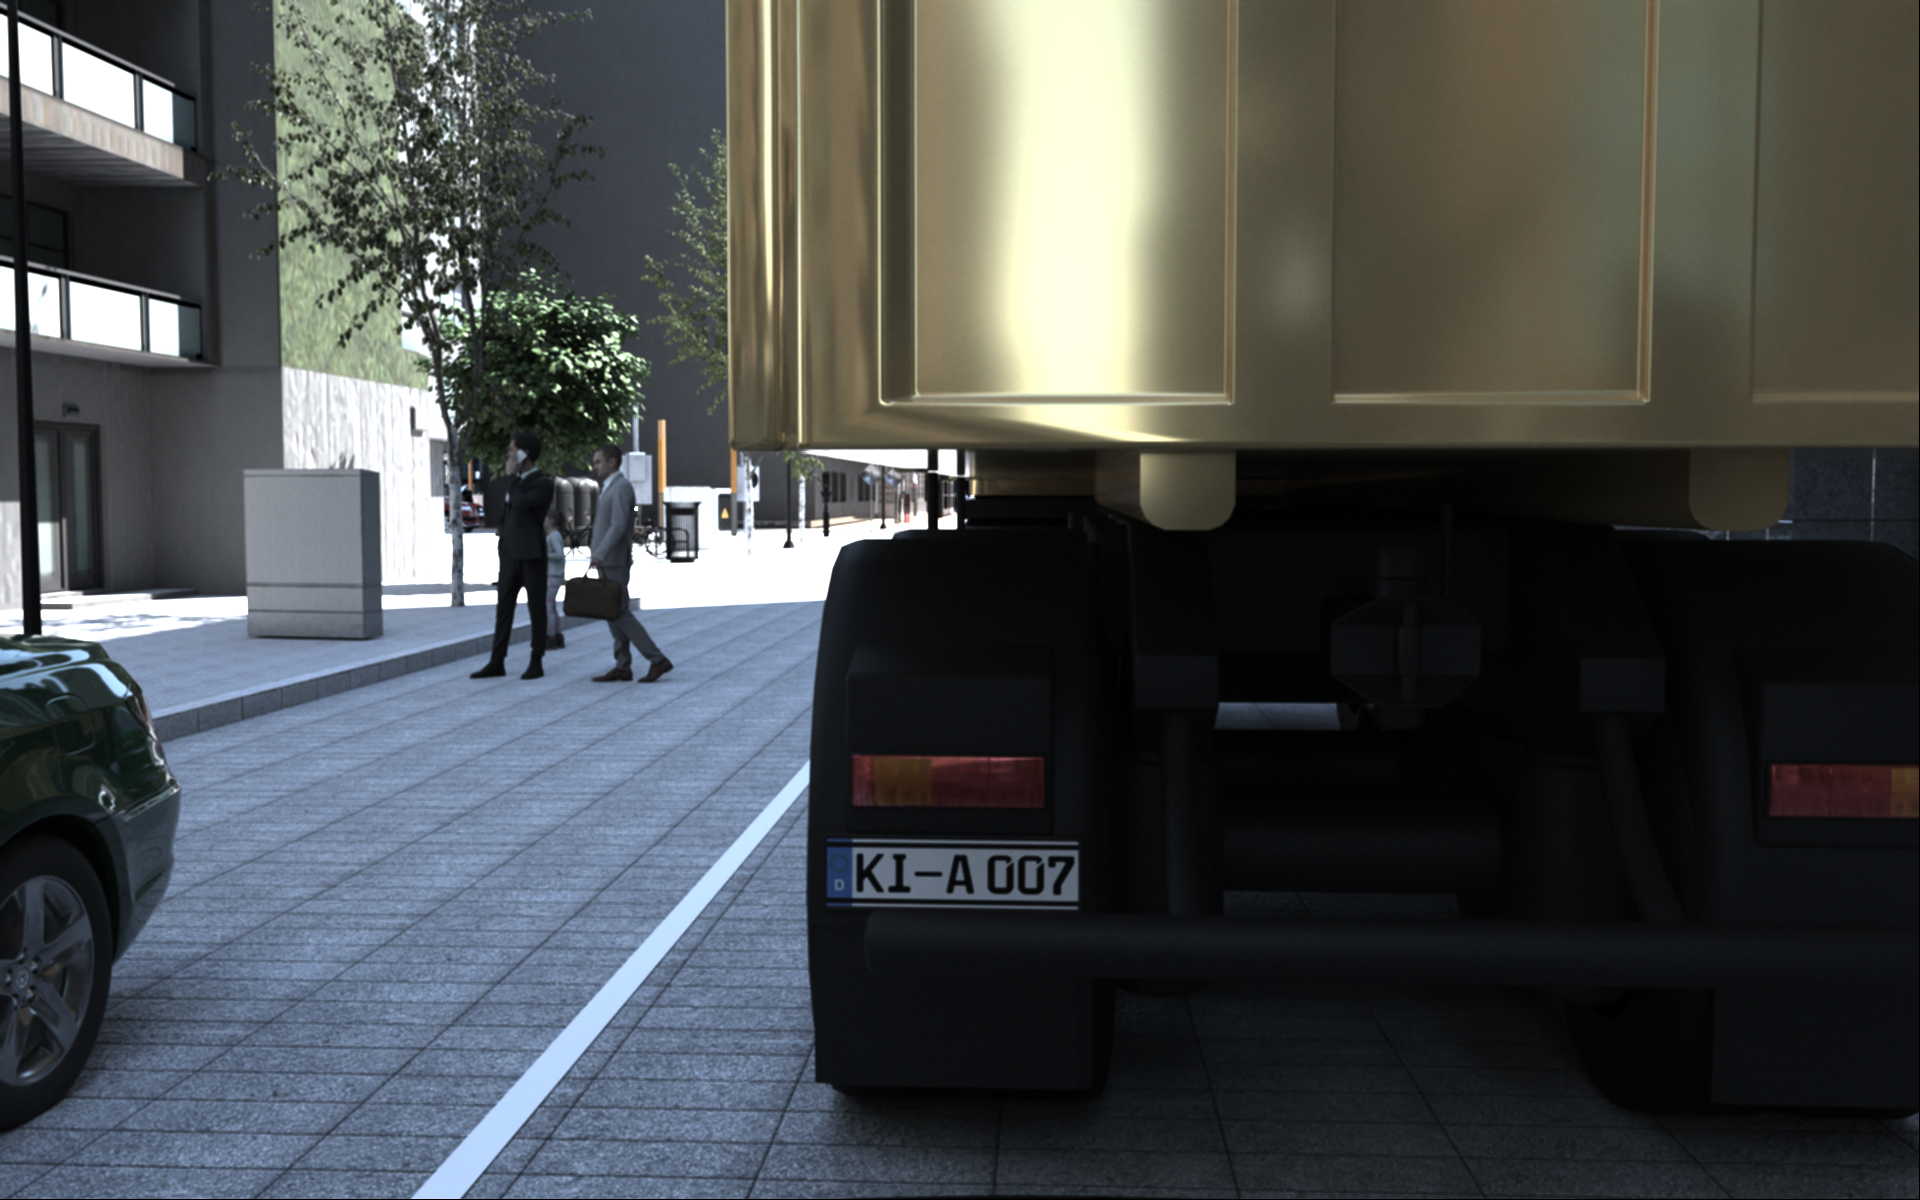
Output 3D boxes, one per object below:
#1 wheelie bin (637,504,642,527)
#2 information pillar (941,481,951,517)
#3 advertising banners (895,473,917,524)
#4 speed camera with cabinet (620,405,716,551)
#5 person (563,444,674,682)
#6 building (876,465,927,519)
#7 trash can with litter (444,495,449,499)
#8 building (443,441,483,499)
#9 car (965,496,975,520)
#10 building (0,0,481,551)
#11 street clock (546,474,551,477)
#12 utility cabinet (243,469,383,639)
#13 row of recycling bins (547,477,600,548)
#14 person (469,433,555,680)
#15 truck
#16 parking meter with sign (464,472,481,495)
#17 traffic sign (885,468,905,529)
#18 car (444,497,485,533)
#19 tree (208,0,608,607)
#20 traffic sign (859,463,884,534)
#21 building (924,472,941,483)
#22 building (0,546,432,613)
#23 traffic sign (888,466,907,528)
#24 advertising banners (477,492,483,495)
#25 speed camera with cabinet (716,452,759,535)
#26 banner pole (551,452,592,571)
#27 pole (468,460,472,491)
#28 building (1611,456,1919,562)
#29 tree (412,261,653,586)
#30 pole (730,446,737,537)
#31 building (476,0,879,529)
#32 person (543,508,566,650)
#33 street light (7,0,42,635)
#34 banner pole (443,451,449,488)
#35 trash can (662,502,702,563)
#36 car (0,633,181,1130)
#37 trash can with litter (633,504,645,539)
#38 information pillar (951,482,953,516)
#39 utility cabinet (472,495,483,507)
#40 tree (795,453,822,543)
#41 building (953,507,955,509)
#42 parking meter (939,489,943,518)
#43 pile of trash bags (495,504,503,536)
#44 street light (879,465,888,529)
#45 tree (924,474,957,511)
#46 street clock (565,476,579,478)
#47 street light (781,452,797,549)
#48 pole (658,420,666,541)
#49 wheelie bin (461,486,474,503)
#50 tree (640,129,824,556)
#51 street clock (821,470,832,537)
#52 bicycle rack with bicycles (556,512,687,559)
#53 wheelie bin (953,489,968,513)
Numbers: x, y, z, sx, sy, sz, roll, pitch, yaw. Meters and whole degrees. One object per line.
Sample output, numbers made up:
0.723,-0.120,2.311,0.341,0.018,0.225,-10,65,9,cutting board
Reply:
-9.891,-2.689,51.880,0.693,1.594,0.980,1,4,12,wheelie bin
-0.861,-5.647,96.812,0.304,2.012,0.304,-2,4,-25,information pillar
-2.326,-4.853,75.541,0.090,3.025,2.074,2,4,29,advertising banners
-6.672,-2.739,39.124,2.038,3.252,0.660,-1,4,-23,speed camera with cabinet
-2.639,-0.280,13.202,0.853,1.813,0.709,-2,4,-24,person
-7.231,-14.230,97.295,10.561,19.102,19.286,0,4,3,building
-26.170,-4.664,87.318,2.233,1.210,1.678,2,4,28,trash can with litter
-53.128,-35.558,205.075,21.600,48.544,21.300,0,4,3,building
1.204,-5.303,99.070,2.083,1.381,4.827,0,4,2,car
-21.524,-22.264,47.606,14.086,41.232,14.154,0,4,3,building
-14.871,-3.563,62.826,0.358,2.002,0.471,2,4,33,street clock
-5.736,-0.410,15.382,1.173,1.500,0.318,1,4,14,utility cabinet
-9.589,-2.118,41.746,1.069,1.692,3.534,1,4,11,row of recycling bins
-3.442,-0.341,13.443,0.648,1.900,0.474,2,4,34,person
1.167,-0.719,7.674,3.469,3.379,9.791,0,4,4,truck
-37.796,-8.387,133.383,0.543,3.016,1.738,3,5,42,parking meter with sign
-2.389,-3.632,63.032,0.795,2.450,0.064,0,4,3,traffic sign
-18.991,-3.102,59.398,5.304,1.827,2.281,0,4,2,car
-5.814,-4.218,19.323,4.360,8.622,3.978,0,3,0,tree
-2.810,-3.145,55.058,0.795,2.450,0.064,0,4,3,traffic sign
-9.665,-15.241,116.635,16.820,18.784,16.811,0,4,3,building
-15.609,-20.534,19.331,14.154,41.232,14.086,0,4,3,building
-2.363,-3.995,65.431,0.768,2.556,0.104,1,4,12,traffic sign
-37.084,-8.485,134.918,2.074,3.025,0.090,3,5,44,advertising banners
-7.227,-3.689,54.650,0.660,3.252,2.038,3,4,36,speed camera with cabinet
-6.561,-2.376,28.857,0.863,3.779,0.401,0,4,5,banner pole
-29.008,-6.653,102.621,0.158,3.312,0.155,0,3,0,pole
11.725,-12.337,19.727,12.078,24.808,19.932,0,4,3,building
-6.010,-2.496,24.531,4.285,4.588,4.351,0,3,0,tree
-6.825,-3.570,52.221,0.158,3.312,0.155,0,3,0,pole
-10.220,-17.250,75.547,14.314,27.812,24.014,0,4,3,building
-3.790,-0.197,15.995,0.394,1.301,0.425,-3,5,-42,person
-5.066,-2.308,10.282,1.470,5.913,1.316,0,4,3,street light
-26.352,-6.071,89.279,0.401,3.779,0.863,2,4,26,banner pole
-5.190,-1.267,32.361,0.748,1.137,0.748,0,3,0,trash can
-3.083,0.559,2.656,2.131,1.459,4.920,0,4,3,car
-8.981,-2.221,47.698,0.624,1.170,1.055,-3,5,-43,trash can with litter
-0.586,-5.977,102.221,0.304,2.012,0.304,2,4,27,information pillar
-33.020,-6.605,119.145,1.020,1.237,0.306,0,4,4,utility cabinet
-3.917,-5.805,45.282,4.360,8.622,3.978,0,3,0,tree
-9.993,-30.471,152.817,22.147,44.769,28.867,0,4,3,building
-1.094,-5.078,91.440,0.372,1.533,0.369,0,3,0,parking meter
-12.658,-2.678,53.542,1.912,1.369,3.447,2,4,26,pile of trash bags
-2.247,-5.523,62.842,1.470,5.913,1.316,0,4,3,street light
-0.076,-13.169,132.317,9.611,12.733,9.660,0,3,0,tree
-12.543,-3.148,56.034,0.358,2.002,0.471,1,4,18,street clock
-3.474,-4.154,40.452,1.470,5.913,1.316,0,4,3,street light
-8.196,-3.291,47.650,0.158,3.312,0.155,0,3,0,pole
-20.530,-3.905,71.762,0.693,1.594,0.980,-2,4,-29,wheelie bin
-4.333,-5.188,35.180,4.737,8.622,4.395,0,3,0,tree
-3.977,-2.868,51.461,0.358,2.002,0.471,0,4,-4,street clock
-6.790,-1.297,34.581,2.925,0.926,2.852,-2,4,-29,bicycle rack with bicycles
0.044,-6.575,115.406,0.980,1.594,0.693,0,4,-1,wheelie bin
